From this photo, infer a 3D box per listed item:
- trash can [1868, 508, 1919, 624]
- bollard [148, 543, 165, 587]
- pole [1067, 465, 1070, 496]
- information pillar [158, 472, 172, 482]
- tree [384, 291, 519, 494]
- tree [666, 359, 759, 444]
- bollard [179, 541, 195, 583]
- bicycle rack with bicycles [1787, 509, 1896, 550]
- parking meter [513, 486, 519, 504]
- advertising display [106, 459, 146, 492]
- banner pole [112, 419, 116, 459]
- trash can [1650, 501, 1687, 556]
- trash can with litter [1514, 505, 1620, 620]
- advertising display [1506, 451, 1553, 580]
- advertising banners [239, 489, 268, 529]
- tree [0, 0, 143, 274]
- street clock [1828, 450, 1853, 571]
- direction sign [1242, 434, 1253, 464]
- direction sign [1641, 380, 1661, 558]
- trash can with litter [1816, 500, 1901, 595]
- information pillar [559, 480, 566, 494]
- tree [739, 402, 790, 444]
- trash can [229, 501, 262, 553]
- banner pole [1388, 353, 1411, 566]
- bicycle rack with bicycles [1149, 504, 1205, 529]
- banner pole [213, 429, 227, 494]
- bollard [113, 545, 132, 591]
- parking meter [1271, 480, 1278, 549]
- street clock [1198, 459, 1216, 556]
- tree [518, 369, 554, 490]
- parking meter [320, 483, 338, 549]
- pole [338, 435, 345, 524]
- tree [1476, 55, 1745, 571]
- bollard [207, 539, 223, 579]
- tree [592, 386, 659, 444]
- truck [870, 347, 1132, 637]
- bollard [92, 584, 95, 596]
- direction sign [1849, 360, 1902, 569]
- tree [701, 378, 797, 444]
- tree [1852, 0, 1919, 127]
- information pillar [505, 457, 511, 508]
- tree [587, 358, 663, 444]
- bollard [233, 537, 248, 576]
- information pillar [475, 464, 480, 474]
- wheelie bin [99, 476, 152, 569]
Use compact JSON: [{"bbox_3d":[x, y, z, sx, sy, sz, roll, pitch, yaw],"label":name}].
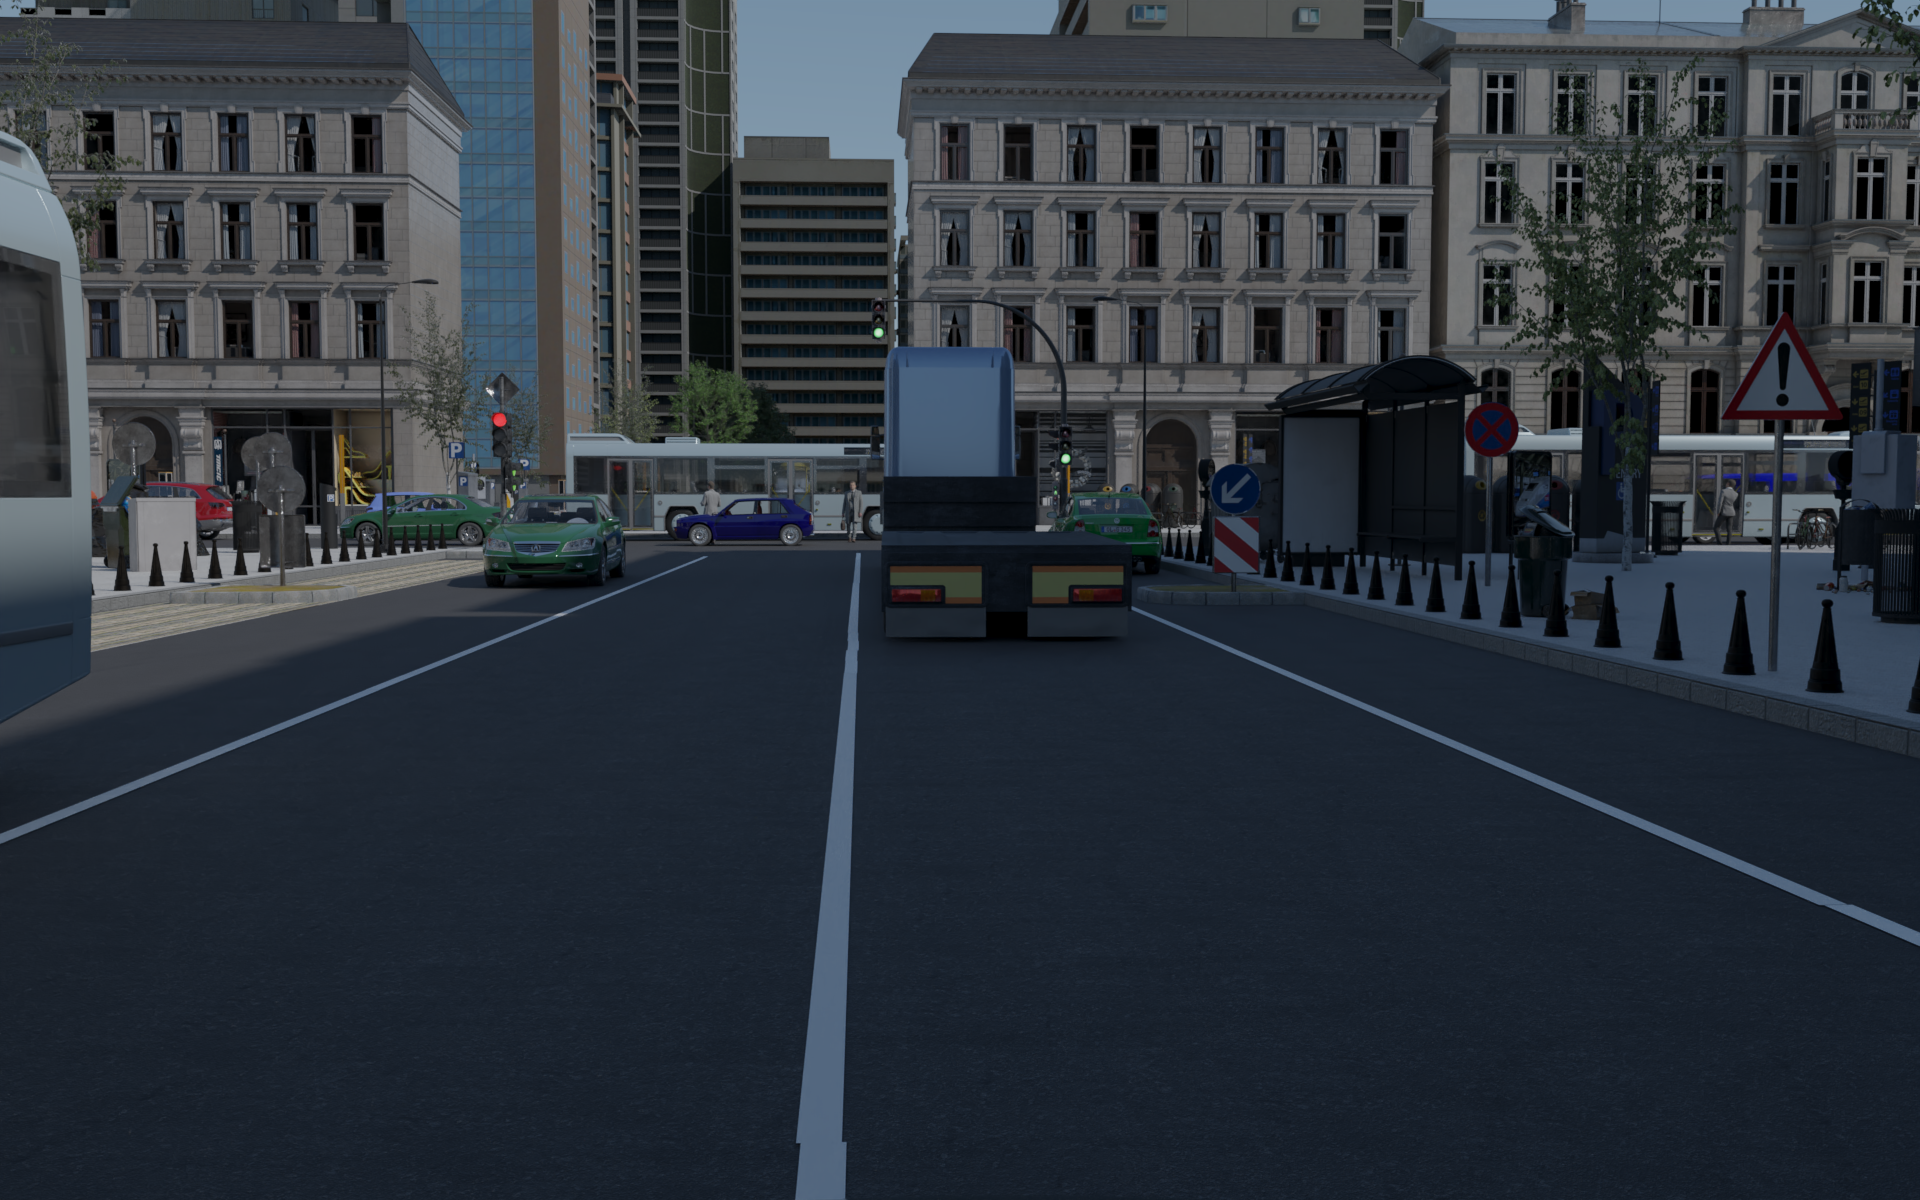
[{"bbox_3d":[9.443,-0.342,17.250,0.748,1.137,0.748,0,3,0],"label":"trash can"},{"bbox_3d":[-11.171,-0.491,24.063,0.229,0.601,0.229,0,3,0],"label":"bollard"},{"bbox_3d":[3.799,-4.139,61.511,0.158,3.312,0.155,0,3,0],"label":"pole"},{"bbox_3d":[-26.670,-3.284,58.186,0.304,2.012,0.304,1,4,13],"label":"information pillar"},{"bbox_3d":[-18.489,-6.849,62.346,4.360,8.622,3.978,0,3,0],"label":"tree"},{"bbox_3d":[-19.245,-12.786,134.801,9.928,11.665,9.643,0,3,0],"label":"tree"},{"bbox_3d":[-11.233,-0.557,25.150,0.229,0.601,0.229,0,3,0],"label":"bollard"},{"bbox_3d":[20.288,-1.633,40.080,2.925,0.926,2.852,-2,4,-33],"label":"bicycle rack with bicycles"},{"bbox_3d":[-25.730,-5.796,100.468,0.399,1.863,0.255,-1,4,-10],"label":"parking meter"},{"bbox_3d":[-15.228,-1.618,31.670,0.974,1.923,0.123,2,4,29],"label":"advertising display"},{"bbox_3d":[-27.856,-4.131,57.564,0.863,3.779,0.401,1,4,8],"label":"banner pole"},{"bbox_3d":[14.836,-1.510,36.337,0.748,1.137,0.748,0,3,0],"label":"trash can"},{"bbox_3d":[6.317,-0.405,18.008,1.055,1.170,0.624,3,5,41],"label":"trash can with litter"},{"bbox_3d":[8.537,-1.271,25.992,0.974,1.923,0.123,-3,4,-37],"label":"advertising display"},{"bbox_3d":[-23.734,-3.830,58.813,2.074,3.025,0.090,2,4,26],"label":"advertising banners"},{"bbox_3d":[-13.873,-4.540,24.589,4.360,8.622,3.978,0,3,0],"label":"tree"},{"bbox_3d":[14.736,-1.488,28.900,0.471,2.002,0.358,-1,4,-13],"label":"street clock"},{"bbox_3d":[10.855,-4.493,65.465,0.379,3.537,0.876,2,4,32],"label":"direction sign"},{"bbox_3d":[13.880,-2.623,34.888,0.379,3.537,0.876,0,4,0],"label":"direction sign"},{"bbox_3d":[12.321,-0.725,22.916,2.233,1.210,1.678,0,4,-4],"label":"trash can with litter"},{"bbox_3d":[-20.689,-5.237,90.119,0.304,2.012,0.304,0,4,5],"label":"information pillar"},{"bbox_3d":[-21.047,-16.277,188.190,6.751,12.117,7.091,0,3,0],"label":"tree"},{"bbox_3d":[-15.545,-1.598,37.788,0.748,1.137,0.748,0,3,0],"label":"trash can"},{"bbox_3d":[7.840,-2.516,31.150,0.401,3.779,0.863,-1,4,-8],"label":"banner pole"},{"bbox_3d":[7.690,-3.106,64.165,2.852,0.926,2.925,-2,4,-29],"label":"bicycle rack with bicycles"},{"bbox_3d":[-28.414,-4.688,66.660,0.401,3.779,0.863,1,4,17],"label":"banner pole"},{"bbox_3d":[-11.110,-0.423,22.956,0.229,0.601,0.229,0,3,0],"label":"bollard"},{"bbox_3d":[7.480,-2.139,40.677,0.399,1.863,0.255,1,4,22],"label":"parking meter"},{"bbox_3d":[5.096,-1.911,35.811,0.358,2.002,0.471,2,4,27],"label":"street clock"},{"bbox_3d":[-24.306,-8.915,96.128,4.360,8.622,3.978,0,3,0],"label":"tree"},{"bbox_3d":[-14.786,-1.967,40.573,0.372,1.533,0.369,0,3,0],"label":"parking meter"},{"bbox_3d":[-21.322,-4.032,59.758,0.158,3.312,0.155,0,3,0],"label":"pole"},{"bbox_3d":[10.888,-4.788,28.640,4.737,8.622,4.395,0,3,0],"label":"tree"},{"bbox_3d":[-11.291,-0.624,26.238,0.229,0.601,0.229,0,3,0],"label":"bollard"},{"bbox_3d":[-21.975,-10.075,115.087,4.737,8.622,4.395,0,3,0],"label":"tree"},{"bbox_3d":[0.060,-2.212,25.931,2.967,4.110,18.799,0,4,-2],"label":"truck"},{"bbox_3d":[-11.048,-0.356,21.869,0.229,0.601,0.229,0,3,0],"label":"bollard"},{"bbox_3d":[15.689,-2.309,29.755,0.379,3.537,0.876,-2,4,-32],"label":"direction sign"},{"bbox_3d":[-20.756,-15.500,170.438,9.611,12.733,9.660,0,3,0],"label":"tree"},{"bbox_3d":[9.362,-3.844,13.218,4.737,8.622,4.395,0,3,0],"label":"tree"},{"bbox_3d":[-23.800,-6.106,91.194,0.183,3.616,0.504,0,4,7],"label":"information pillar"},{"bbox_3d":[-17.785,-8.726,93.036,4.360,8.622,3.978,0,3,0],"label":"tree"},{"bbox_3d":[-11.356,-0.690,27.325,0.229,0.601,0.229,0,3,0],"label":"bollard"},{"bbox_3d":[-31.661,-7.454,113.228,0.504,3.616,0.183,0,4,-4],"label":"information pillar"},{"bbox_3d":[-14.441,-1.354,30.042,0.980,1.594,0.693,3,4,36],"label":"wheelie bin"}]
